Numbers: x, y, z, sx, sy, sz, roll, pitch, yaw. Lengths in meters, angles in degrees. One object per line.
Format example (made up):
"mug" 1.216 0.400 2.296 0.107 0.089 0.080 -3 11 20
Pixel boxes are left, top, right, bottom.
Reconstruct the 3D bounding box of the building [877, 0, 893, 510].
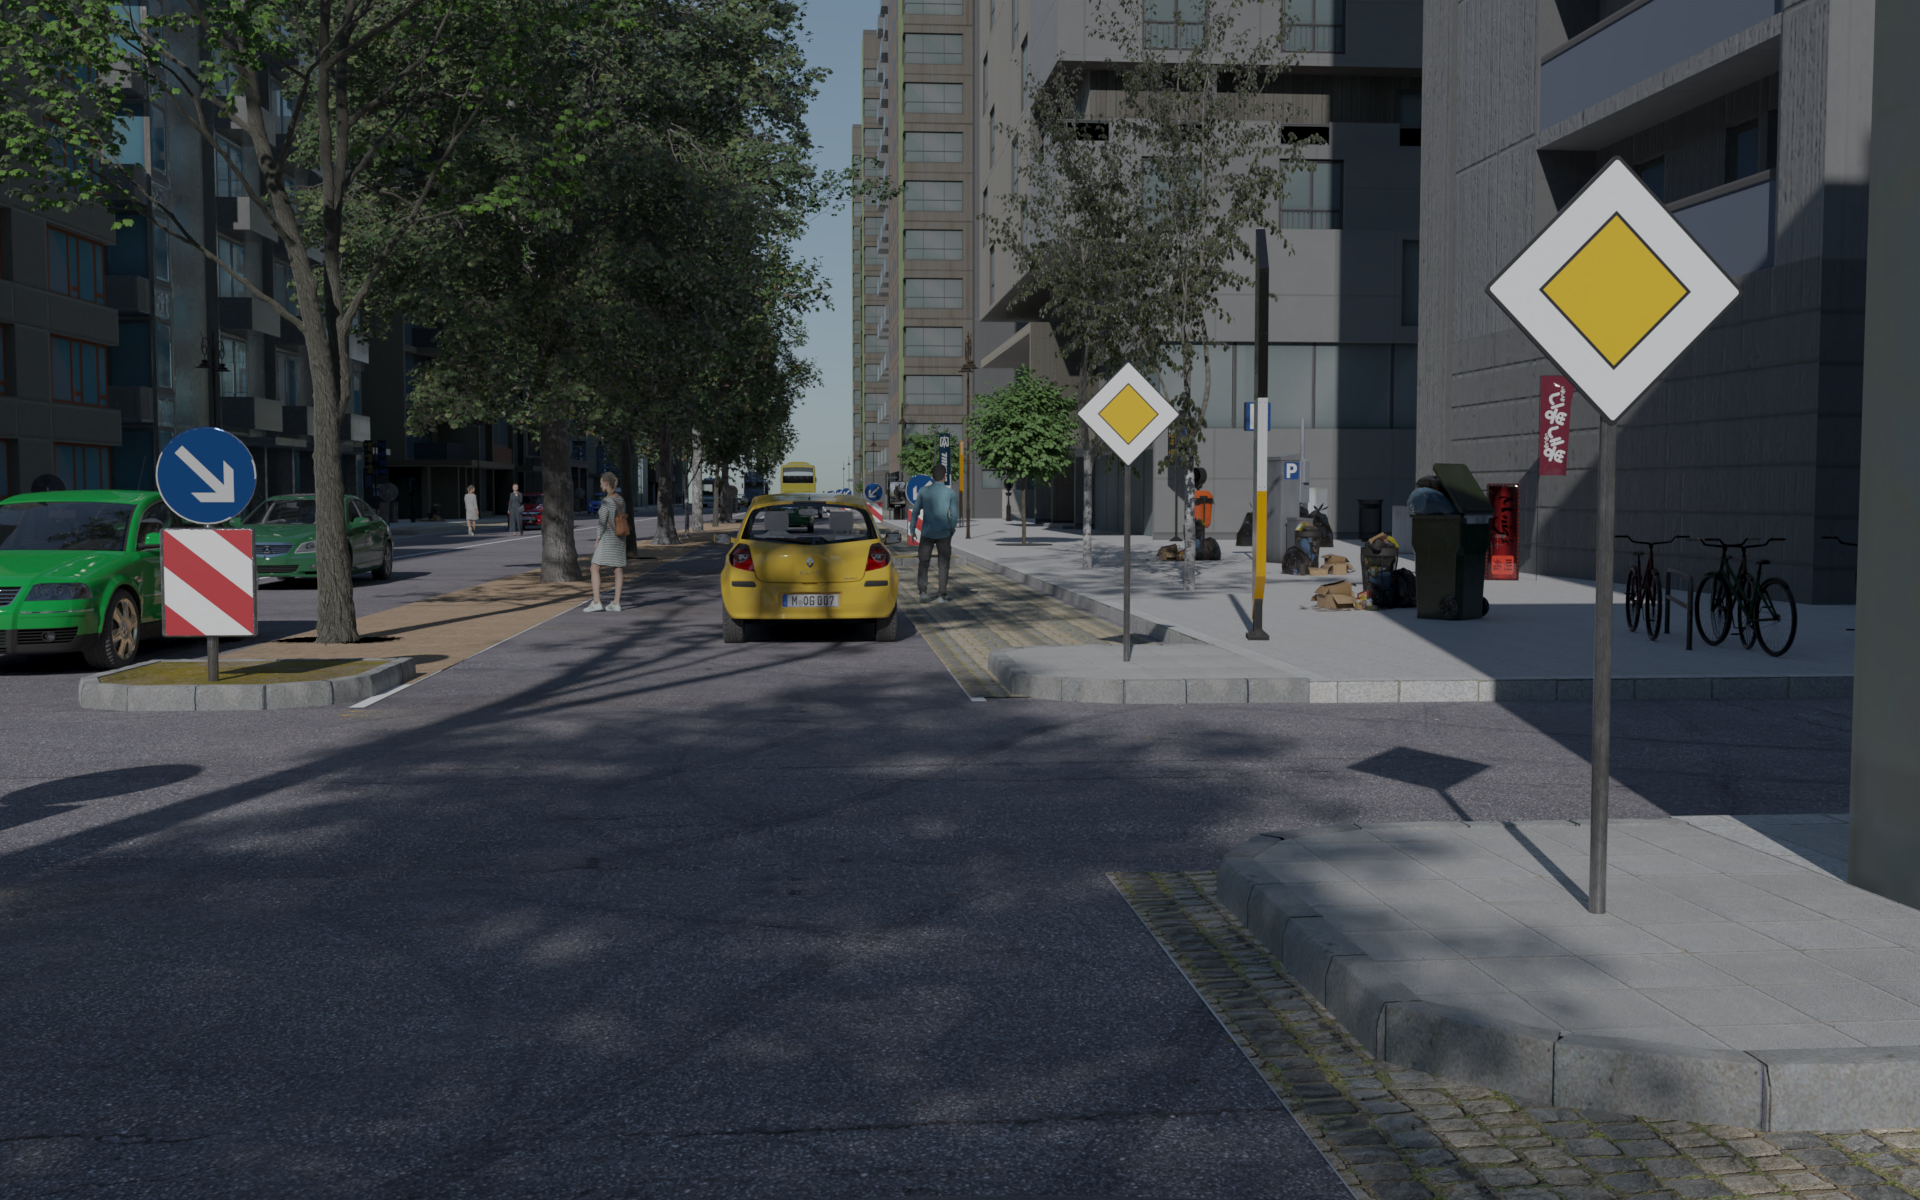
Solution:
"building" 4.937 -31.533 135.165 23.786 49.044 30.456 0 4 -5

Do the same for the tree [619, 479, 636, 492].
"tree" -32.572 -10.687 169.334 1.663 3.219 1.824 0 3 0

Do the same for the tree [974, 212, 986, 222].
"tree" 2.429 -4.843 29.540 4.360 8.622 3.978 0 3 0

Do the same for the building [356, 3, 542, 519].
"building" -36.415 -27.199 99.331 22.147 44.769 28.867 0 4 -5

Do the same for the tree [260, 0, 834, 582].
"tree" -6.488 -7.255 27.729 9.857 13.997 8.962 0 3 0

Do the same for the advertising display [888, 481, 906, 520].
"advertising display" -3.109 -4.913 85.548 0.974 1.923 0.123 -3 4 -36

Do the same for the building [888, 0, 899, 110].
"building" 2.570 -28.262 112.200 14.600 45.320 14.200 0 4 -5

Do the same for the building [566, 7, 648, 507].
"building" -44.291 -53.240 183.147 22.319 86.520 31.000 0 4 -5

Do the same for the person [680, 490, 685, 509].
"person" -26.674 -9.705 167.310 0.705 1.807 1.348 -2 4 -34

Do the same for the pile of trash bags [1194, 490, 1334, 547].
"pile of trash bags" 7.263 -1.984 42.187 3.447 1.369 1.912 0 4 -7

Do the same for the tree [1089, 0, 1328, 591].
"tree" 2.817 -4.428 22.760 4.360 8.622 3.978 0 3 0

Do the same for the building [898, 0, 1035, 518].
"building" 3.474 -25.313 97.456 14.154 41.232 14.086 0 4 -5

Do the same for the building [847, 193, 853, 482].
"building" -3.190 -37.474 232.307 23.786 49.044 30.456 0 4 -5

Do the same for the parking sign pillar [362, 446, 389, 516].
"parking sign pillar" -28.840 -5.921 85.287 1.447 3.967 1.447 -3 5 -42

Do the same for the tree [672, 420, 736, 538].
"tree" -8.811 -6.291 55.670 4.360 8.622 3.978 0 3 0

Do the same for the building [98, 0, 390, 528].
"building" -36.605 -27.350 66.773 23.786 49.044 30.456 0 4 -5

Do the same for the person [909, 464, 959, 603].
"person" -0.347 -0.863 22.638 0.660 1.820 0.620 0 4 5

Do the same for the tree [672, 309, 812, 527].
"tree" -10.621 -8.421 74.550 8.767 10.594 7.601 0 4 -5

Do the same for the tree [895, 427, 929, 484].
"tree" -1.193 -5.741 77.586 4.285 4.588 4.351 0 3 0

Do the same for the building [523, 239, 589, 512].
"building" -37.832 -41.901 123.340 20.563 71.187 20.611 0 4 -5

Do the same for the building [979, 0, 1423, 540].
"building" 15.276 -28.876 61.355 28.713 52.752 27.495 0 4 -5

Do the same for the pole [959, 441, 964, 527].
"pole" 0.053 -4.453 66.650 0.158 3.312 0.155 0 3 0

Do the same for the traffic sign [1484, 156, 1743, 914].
"traffic sign" 1.950 -0.098 5.245 0.795 2.450 0.064 0 4 -5

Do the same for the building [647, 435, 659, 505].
"building" -43.045 -34.111 207.822 14.600 45.320 14.200 0 4 -5

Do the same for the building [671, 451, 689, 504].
"building" -44.739 -33.797 236.183 14.154 41.232 14.086 0 4 -5

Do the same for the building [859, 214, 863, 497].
"building" -3.500 -25.042 181.142 14.160 30.474 14.107 0 4 -5

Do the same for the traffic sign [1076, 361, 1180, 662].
"traffic sign" 1.272 -0.585 13.202 0.795 2.450 0.064 0 4 -5

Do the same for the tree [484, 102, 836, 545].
"tree" -8.298 -7.892 48.491 9.611 12.733 9.660 0 3 0

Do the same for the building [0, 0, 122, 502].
"building" -33.703 -11.170 27.667 27.650 21.520 28.899 0 4 -5

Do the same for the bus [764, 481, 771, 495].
"bus" -27.524 -14.924 238.863 2.948 3.499 13.247 0 4 -5

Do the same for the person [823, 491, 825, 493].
"person" -19.440 -14.600 246.847 1.348 1.869 0.705 -3 5 -42

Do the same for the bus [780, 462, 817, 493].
"bus" -12.247 -8.537 131.129 2.896 3.916 12.252 0 4 -5

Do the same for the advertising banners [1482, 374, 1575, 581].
"advertising banners" 8.015 -1.801 25.633 2.074 3.025 0.090 1 4 16

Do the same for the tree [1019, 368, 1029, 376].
"tree" 4.306 -7.814 78.114 4.737 8.622 4.395 0 3 0

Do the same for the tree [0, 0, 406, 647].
"tree" -6.120 -5.397 16.449 9.928 11.665 9.643 0 3 0

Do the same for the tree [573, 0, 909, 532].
"tree" -8.598 -12.574 63.936 12.611 20.169 13.585 0 3 0

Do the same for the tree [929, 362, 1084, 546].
"tree" 1.689 -3.647 43.341 4.285 4.588 4.351 0 3 0

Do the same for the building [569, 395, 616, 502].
"building" -46.187 -27.781 146.103 32.217 40.220 23.993 0 4 -5

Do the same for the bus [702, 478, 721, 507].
"bus" -27.544 -12.070 192.211 2.948 3.499 13.247 0 4 -6

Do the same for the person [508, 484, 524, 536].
"person" -15.205 -3.080 59.282 0.576 1.772 0.534 0 4 -4

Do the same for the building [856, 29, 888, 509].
"building" -1.885 -28.963 157.134 14.154 41.232 14.086 0 4 -5

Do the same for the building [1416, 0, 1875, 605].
"building" 23.414 -29.473 23.883 28.212 58.520 21.231 0 4 -5

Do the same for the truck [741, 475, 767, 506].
"truck" -25.344 -13.746 214.500 2.967 4.110 18.799 0 4 -6

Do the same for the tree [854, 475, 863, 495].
"tree" -9.659 -10.884 172.555 1.663 3.219 1.824 0 3 0

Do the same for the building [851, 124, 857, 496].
"building" -5.161 -31.286 195.120 14.154 41.232 14.086 0 4 -5

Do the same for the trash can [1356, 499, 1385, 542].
"trash can" 10.991 -2.126 46.406 0.748 1.137 0.748 0 3 0

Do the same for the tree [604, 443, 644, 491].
"tree" -31.389 -13.010 163.074 4.737 8.622 4.395 0 3 0

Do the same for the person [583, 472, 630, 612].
"person" -4.273 -0.714 21.181 0.522 1.701 0.512 1 4 23

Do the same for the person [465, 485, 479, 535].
"person" -16.865 -3.095 59.847 0.466 1.731 0.760 -1 4 -18
